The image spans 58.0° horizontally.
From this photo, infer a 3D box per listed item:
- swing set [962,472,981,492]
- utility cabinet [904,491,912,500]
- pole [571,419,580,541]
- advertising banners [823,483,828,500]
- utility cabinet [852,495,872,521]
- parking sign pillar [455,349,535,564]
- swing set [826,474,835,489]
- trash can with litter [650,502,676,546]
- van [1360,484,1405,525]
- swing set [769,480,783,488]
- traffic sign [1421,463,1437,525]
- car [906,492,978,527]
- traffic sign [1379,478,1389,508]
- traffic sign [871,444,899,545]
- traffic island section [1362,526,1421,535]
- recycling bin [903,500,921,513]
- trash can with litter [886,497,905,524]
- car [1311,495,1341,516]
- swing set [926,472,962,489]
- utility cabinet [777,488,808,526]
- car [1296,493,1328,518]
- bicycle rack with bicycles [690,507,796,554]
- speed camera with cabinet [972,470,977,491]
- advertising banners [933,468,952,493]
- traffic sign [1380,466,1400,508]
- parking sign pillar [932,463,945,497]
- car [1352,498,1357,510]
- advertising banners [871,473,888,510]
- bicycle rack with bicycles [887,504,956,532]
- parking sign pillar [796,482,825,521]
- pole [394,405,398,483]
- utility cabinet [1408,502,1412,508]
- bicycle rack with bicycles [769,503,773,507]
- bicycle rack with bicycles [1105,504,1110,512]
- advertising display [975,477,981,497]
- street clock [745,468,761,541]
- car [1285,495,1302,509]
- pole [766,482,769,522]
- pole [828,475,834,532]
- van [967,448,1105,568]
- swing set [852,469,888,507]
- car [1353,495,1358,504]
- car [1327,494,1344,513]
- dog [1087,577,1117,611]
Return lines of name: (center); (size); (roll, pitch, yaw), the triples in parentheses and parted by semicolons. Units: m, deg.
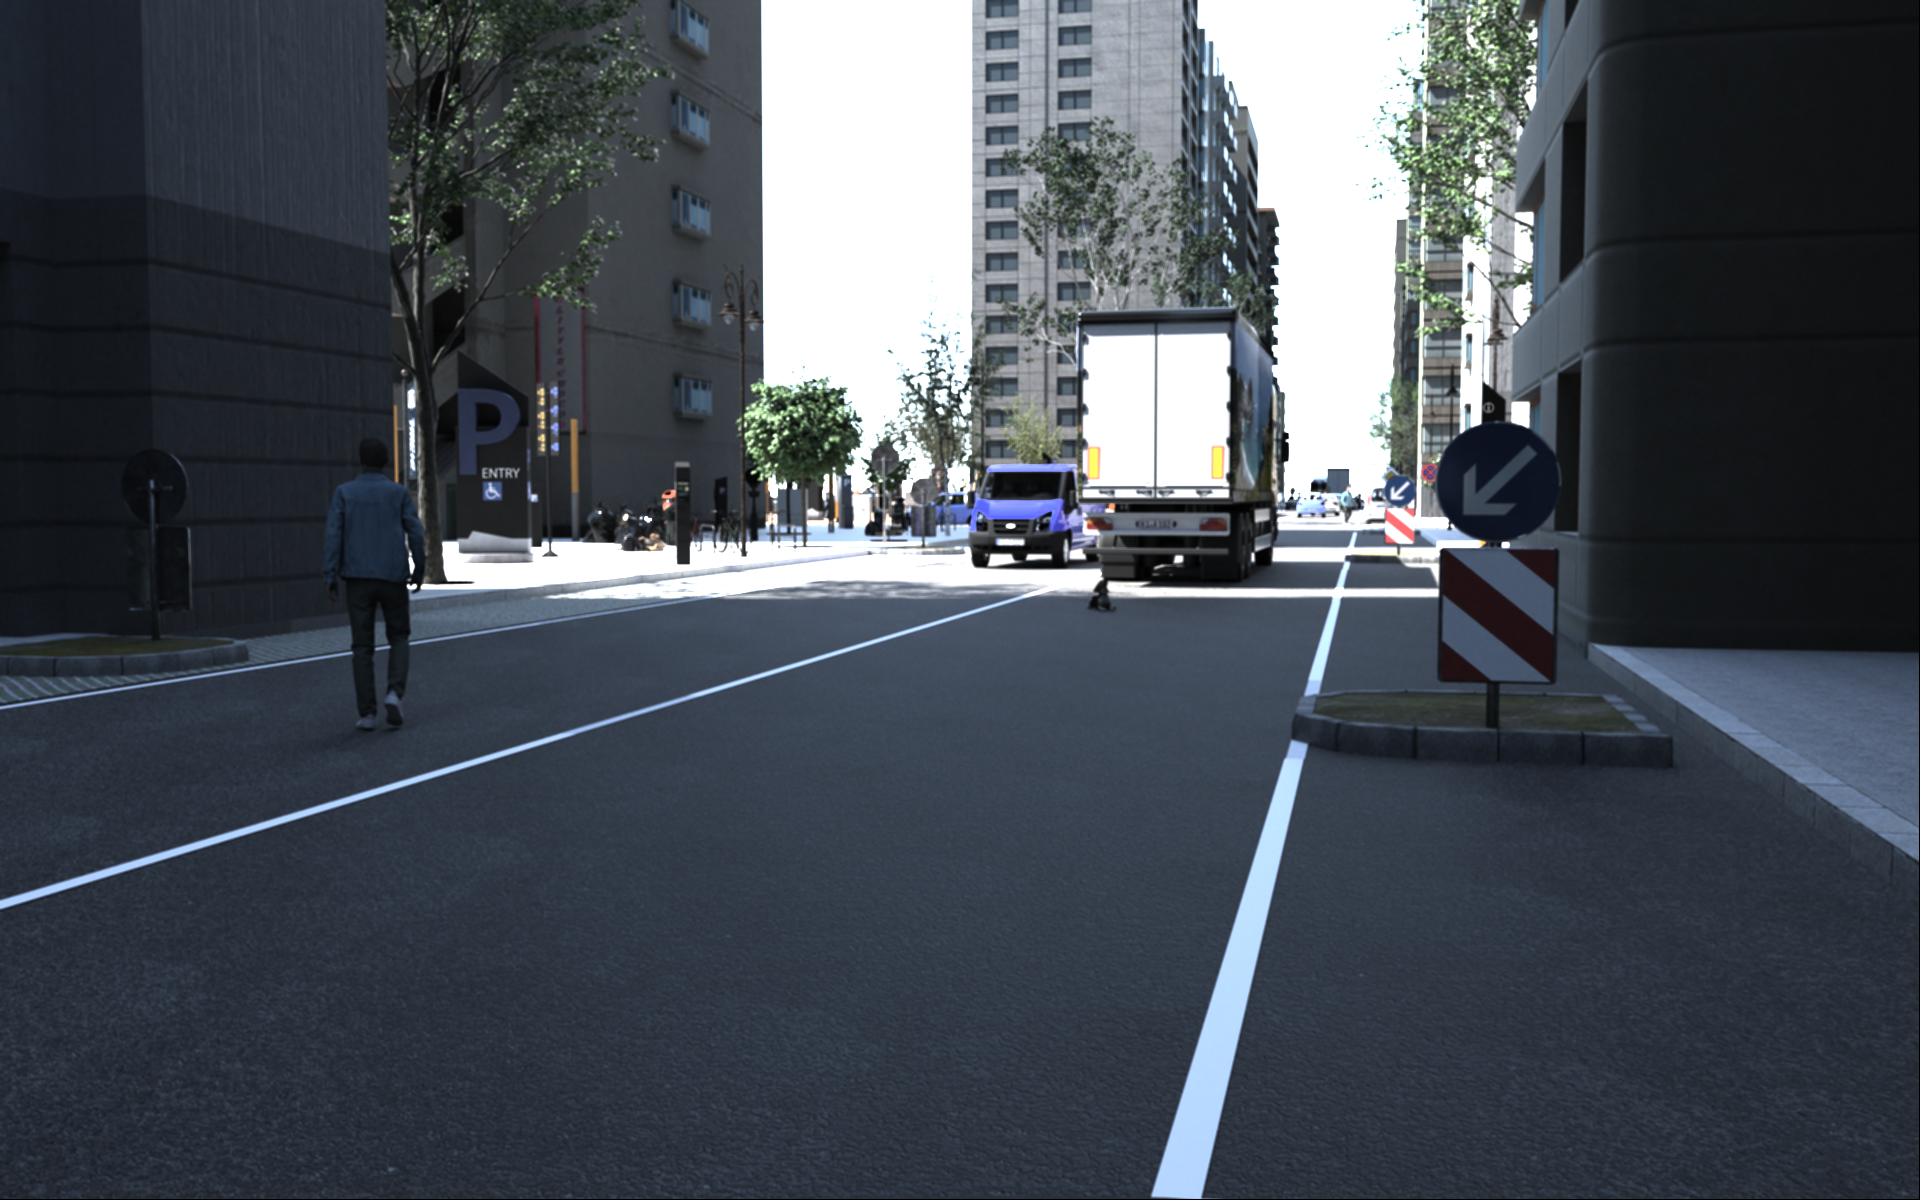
swing set: (2.386, -7.398, 118.583); (3.119, 2.851, 2.862); (2, 4, 32)
utility cabinet: (-3.839, -7.881, 137.538); (1.173, 1.500, 0.318); (-1, 4, -8)
pole: (-10.440, -3.250, 46.983); (0.158, 3.312, 0.155); (0, 3, 0)
advertising banners: (-8.356, -6.873, 108.554); (0.090, 3.025, 2.074); (1, 4, 12)
utility cabinet: (-4.651, -4.312, 81.656); (1.020, 1.237, 0.306); (2, 4, 26)
parking sign pillar: (-8.688, -2.678, 32.260); (1.447, 3.967, 1.447); (0, 4, -5)
swing set: (-9.573, -8.502, 136.623); (2.862, 2.851, 3.119); (2, 4, 28)
trash can with litter: (-7.180, -1.896, 42.395); (1.055, 1.170, 0.624); (-2, 4, -25)
van: (18.241, -4.125, 74.452); (2.013, 2.044, 4.112); (1, 4, 12)
swing set: (-10.070, -5.294, 84.169); (3.119, 2.851, 2.862); (2, 4, 24)
traffic sign: (19.422, -4.368, 71.516); (0.768, 2.556, 0.104); (1, 4, 19)
car: (-0.422, -3.664, 69.503); (3.694, 1.707, 1.945); (1, 4, 14)
traffic sign: (17.324, -4.064, 70.091); (0.795, 2.450, 0.064); (1, 4, 13)
traffic sign: (-1.917, -2.683, 43.972); (0.768, 2.556, 0.104); (1, 4, 16)
traffic island section: (15.528, -2.453, 62.388); (2.009, 0.180, 2.903); (1, 4, 13)
recycling bin: (-2.178, -4.061, 78.954); (0.722, 1.027, 0.722); (0, 4, 6)
trash can with litter: (-2.759, -3.856, 74.428); (0.624, 1.170, 1.055); (-1, 4, -20)
car: (24.249, -6.279, 115.018); (2.083, 1.381, 4.827); (1, 4, 12)
swing set: (-0.839, -7.680, 123.181); (3.119, 2.851, 2.862); (0, 4, -3)
utility cabinet: (-6.583, -3.627, 67.980); (1.173, 1.500, 0.318); (0, 4, 7)
car: (21.438, -5.870, 105.558); (1.945, 1.707, 3.694); (1, 4, 12)
bicycle rack with bicycles: (-4.765, -1.504, 37.973); (2.852, 0.926, 2.925); (-1, 4, -16)
speed camera with cabinet: (1.989, -8.868, 139.326); (2.038, 3.252, 0.660); (0, 4, 3)
advertising banners: (-0.774, -7.428, 117.634); (2.074, 3.025, 0.090); (0, 4, 7)
traffic sign: (15.504, -3.589, 62.316); (0.795, 2.450, 0.064); (1, 4, 13)
parking sign pillar: (-1.633, -8.494, 127.348); (1.447, 3.967, 1.447); (-2, 4, -32)
car: (35.060, -8.888, 157.681); (2.083, 1.381, 4.827); (1, 4, 14)
advertising banners: (-5.802, -8.001, 126.998); (2.074, 3.025, 0.090); (3, 4, 39)
bicycle rack with bicycles: (-1.422, -2.844, 59.878); (2.852, 0.926, 2.925); (1, 4, 16)
parking sign pillar: (-7.206, -5.782, 83.000); (1.447, 3.967, 1.447); (2, 4, 29)
pole: (-13.024, -2.812, 39.821); (0.158, 3.312, 0.155); (0, 3, 0)
utility cabinet: (32.693, -7.001, 125.628); (0.306, 1.237, 1.020); (1, 4, 19)
bicycle rack with bicycles: (-12.055, -5.084, 96.511); (2.925, 0.926, 2.852); (3, 5, 45)
bicycle rack with bicycles: (10.654, -7.031, 128.341); (2.925, 0.926, 2.852); (-3, 5, -42)
advertising display: (1.151, -4.246, 74.629); (0.974, 1.923, 0.123); (0, 4, 7)
street clock: (-5.648, -2.624, 47.475); (0.471, 2.002, 0.358); (0, 4, 3)
car: (31.573, -9.192, 162.877); (1.945, 1.354, 3.894); (1, 4, 14)
pole: (-8.776, -5.191, 78.717); (0.158, 3.312, 0.155); (0, 3, 0)
pole: (-4.322, -3.926, 58.029); (0.158, 3.312, 0.155); (0, 3, 0)
van: (1.635, -1.898, 35.416); (2.240, 2.365, 5.245); (1, 4, 15)
swing set: (-4.997, -6.876, 110.048); (3.119, 2.851, 2.862); (0, 4, 2)
car: (58.316, -14.959, 257.164); (1.945, 1.354, 3.894); (1, 4, 13)
car: (29.230, -7.542, 135.116); (2.131, 1.459, 4.920); (1, 4, 13)
dog: (1.822, -0.081, 21.516); (0.550, 0.427, 0.748); (2, 4, 33)
